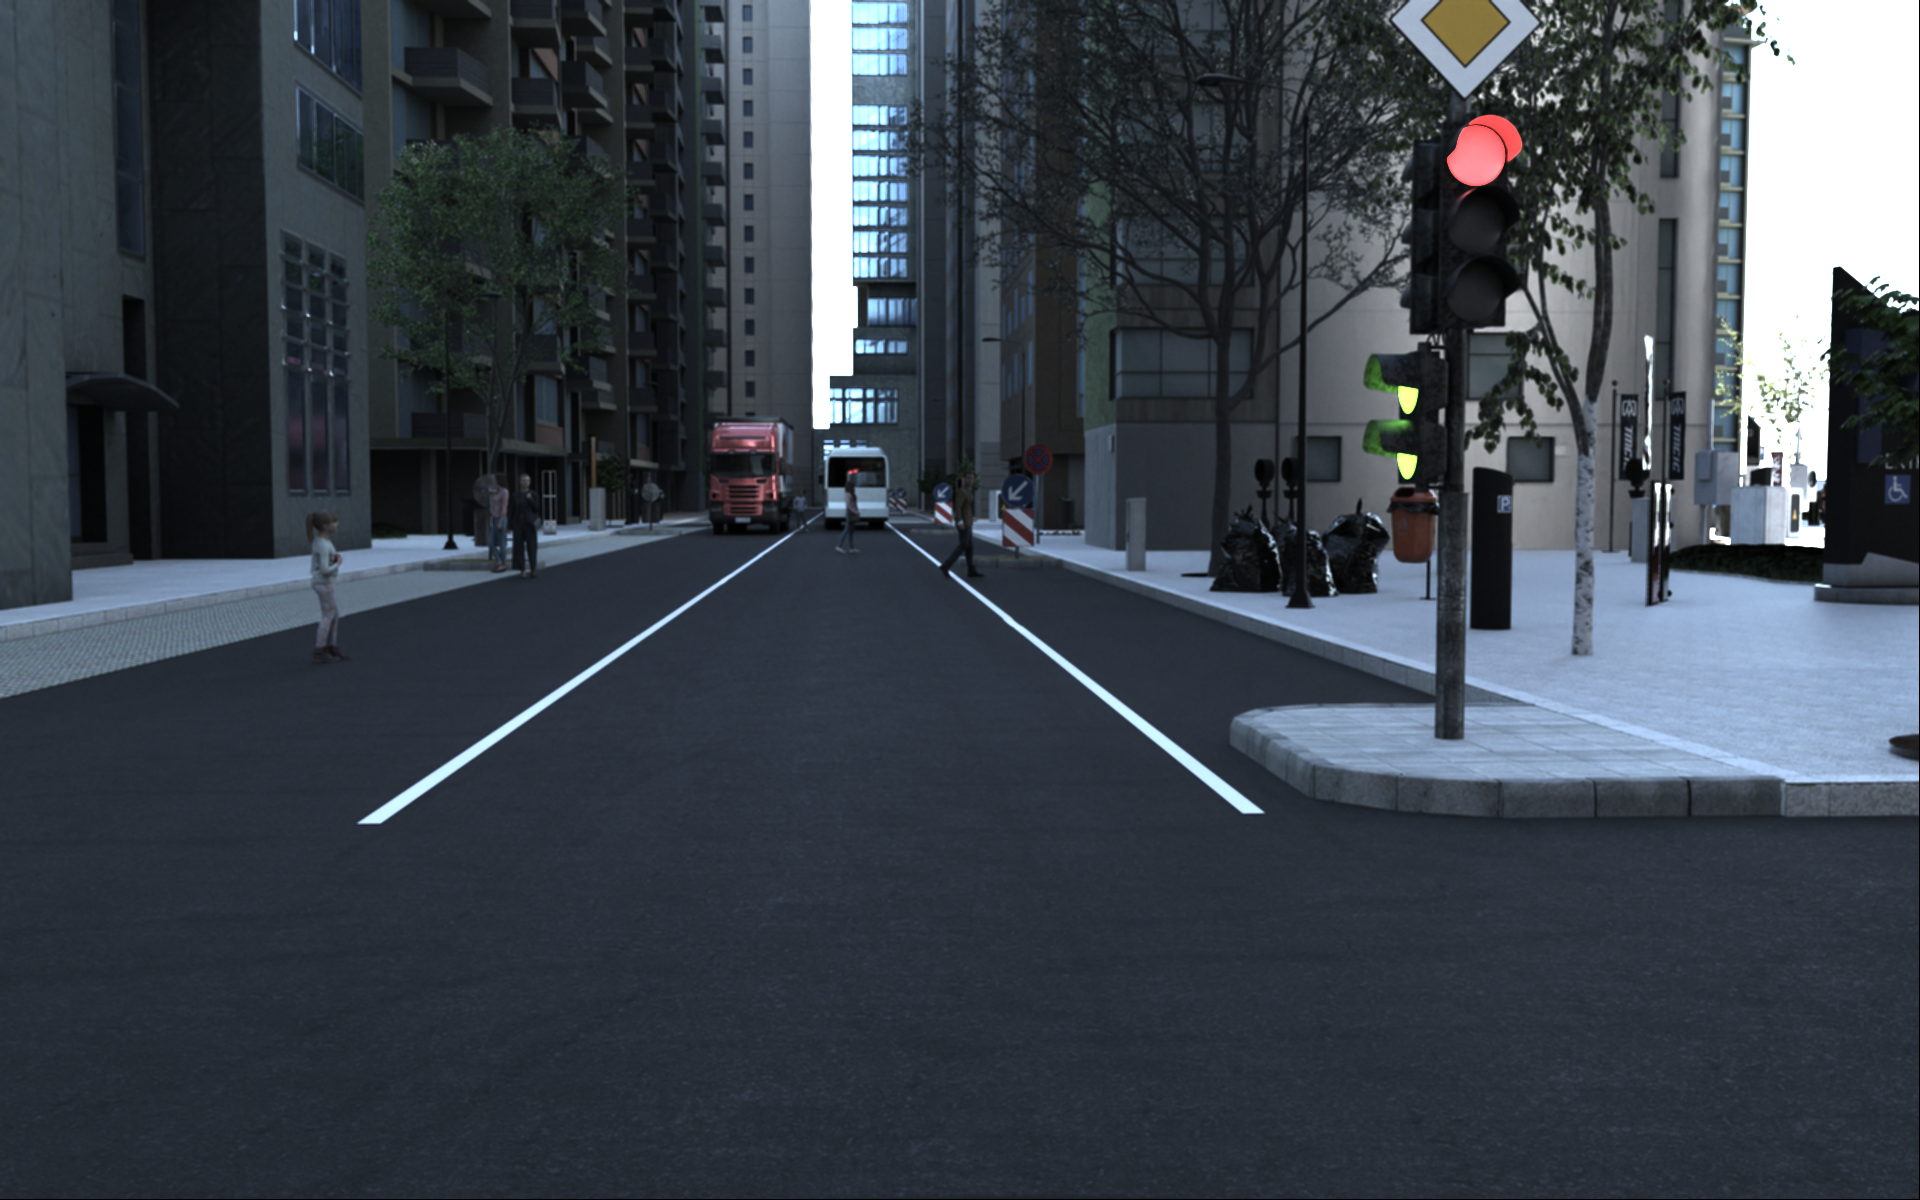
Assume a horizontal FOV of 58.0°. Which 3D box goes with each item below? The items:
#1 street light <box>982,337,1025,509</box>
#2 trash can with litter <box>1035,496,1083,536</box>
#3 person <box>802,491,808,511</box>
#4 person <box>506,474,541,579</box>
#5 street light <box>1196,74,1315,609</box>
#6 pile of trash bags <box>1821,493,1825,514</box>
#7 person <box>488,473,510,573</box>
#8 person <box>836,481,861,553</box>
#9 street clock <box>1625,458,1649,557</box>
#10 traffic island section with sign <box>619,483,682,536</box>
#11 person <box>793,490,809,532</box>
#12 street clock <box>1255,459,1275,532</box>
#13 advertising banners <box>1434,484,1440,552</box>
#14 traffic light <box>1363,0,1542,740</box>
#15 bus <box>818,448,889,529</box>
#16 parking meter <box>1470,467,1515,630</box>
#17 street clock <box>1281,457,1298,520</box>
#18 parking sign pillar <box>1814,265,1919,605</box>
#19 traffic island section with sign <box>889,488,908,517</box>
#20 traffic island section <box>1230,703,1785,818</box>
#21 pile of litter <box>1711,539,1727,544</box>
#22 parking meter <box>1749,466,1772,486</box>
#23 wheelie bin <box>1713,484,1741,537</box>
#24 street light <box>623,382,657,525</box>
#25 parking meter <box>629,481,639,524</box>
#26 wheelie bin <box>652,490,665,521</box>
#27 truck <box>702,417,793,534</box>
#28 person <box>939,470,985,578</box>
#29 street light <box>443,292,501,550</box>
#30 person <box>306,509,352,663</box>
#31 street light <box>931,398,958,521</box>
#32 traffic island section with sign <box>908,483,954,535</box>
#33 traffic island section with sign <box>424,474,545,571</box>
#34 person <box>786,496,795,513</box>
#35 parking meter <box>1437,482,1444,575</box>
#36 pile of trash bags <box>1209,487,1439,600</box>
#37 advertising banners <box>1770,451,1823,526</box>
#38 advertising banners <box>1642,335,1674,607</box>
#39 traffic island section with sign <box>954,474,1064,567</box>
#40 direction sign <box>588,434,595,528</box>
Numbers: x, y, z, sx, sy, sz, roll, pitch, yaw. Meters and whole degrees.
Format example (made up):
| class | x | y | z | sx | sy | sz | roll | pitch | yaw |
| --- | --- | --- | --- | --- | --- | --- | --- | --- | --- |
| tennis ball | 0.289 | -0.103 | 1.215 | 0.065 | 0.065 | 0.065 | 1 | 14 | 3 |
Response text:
| class | x | y | z | sx | sy | sz | roll | pitch | yaw |
| --- | --- | --- | --- | --- | --- | --- | --- | --- | --- |
| street light | 1.345 | -4.830 | 51.508 | 1.470 | 5.913 | 1.316 | 0 | 4 | -4 |
| trash can with litter | 2.913 | -2.628 | 54.021 | 2.233 | 1.210 | 1.678 | 0 | 4 | 5 |
| person | -13.554 | -8.603 | 149.952 | 1.217 | 1.735 | 0.721 | 3 | 4 | 39 |
| person | -7.423 | -1.258 | 29.494 | 0.576 | 1.772 | 0.534 | -1 | 4 | -18 |
| street light | 3.305 | -2.864 | 19.365 | 1.470 | 5.913 | 1.316 | 0 | 4 | -4 |
| pile of trash bags | 34.455 | -3.443 | 66.048 | 1.912 | 1.369 | 3.447 | -2 | 4 | -28 |
| person | -8.389 | -1.405 | 31.488 | 0.388 | 1.821 | 0.555 | -3 | 4 | -39 |
| person | -2.743 | -2.031 | 42.303 | 0.643 | 1.750 | 0.593 | -1 | 4 | -12 |
| street clock | 13.773 | -1.877 | 35.254 | 0.358 | 2.002 | 0.471 | -1 | 4 | -22 |
| traffic island section with sign | -10.749 | -3.160 | 60.299 | 1.989 | 1.847 | 2.006 | 0 | 4 | -4 |
| person | -6.060 | -3.395 | 65.819 | 0.589 | 1.601 | 0.330 | -1 | 4 | -13 |
| street clock | 6.309 | -1.917 | 35.917 | 0.358 | 2.002 | 0.471 | -1 | 4 | -17 |
| advertising banners | 10.474 | -2.530 | 37.548 | 0.090 | 3.025 | 2.074 | 0 | 4 | -2 |
| traffic light | 2.556 | -1.228 | 9.000 | 0.839 | 4.253 | 0.868 | 0 | 4 | -4 |
| bus | -4.641 | -4.903 | 75.031 | 2.948 | 3.499 | 13.247 | 0 | 4 | -5 |
| parking meter | 5.059 | -0.493 | 16.476 | 0.372 | 1.533 | 0.369 | 0 | 3 | 0 |
| street clock | 6.562 | -1.818 | 34.289 | 0.358 | 2.002 | 0.471 | -1 | 4 | -18 |
| parking sign pillar | 11.003 | -1.963 | 20.568 | 1.447 | 3.967 | 1.447 | -1 | 4 | -12 |
| traffic island section with sign | -3.870 | -6.244 | 110.711 | 1.989 | 1.847 | 2.006 | 0 | 4 | -4 |
| traffic island section | 2.597 | 0.805 | 9.117 | 2.009 | 0.180 | 2.903 | 0 | 4 | -4 |
| pile of litter | 18.640 | -1.810 | 43.567 | 1.176 | 0.858 | 1.719 | 1 | 4 | 14 |
| parking meter | 17.048 | -1.909 | 36.917 | 0.255 | 1.863 | 0.399 | -2 | 4 | -27 |
| wheelie bin | 23.028 | -2.685 | 51.815 | 0.980 | 1.594 | 0.693 | 0 | 4 | 5 |
| street light | -13.295 | -6.085 | 72.027 | 1.470 | 5.913 | 1.316 | 0 | 4 | -4 |
| parking meter | -14.125 | -4.242 | 75.061 | 0.255 | 1.863 | 0.399 | 2 | 4 | 32 |
| wheelie bin | -14.583 | -4.606 | 83.222 | 0.693 | 1.594 | 0.980 | 0 | 4 | 7 |
| truck | -7.766 | -4.652 | 64.977 | 2.839 | 4.237 | 11.283 | 0 | 4 | -3 |
| person | 0.054 | -1.306 | 29.771 | 0.836 | 1.842 | 0.656 | -1 | 4 | -17 |
| street light | -11.265 | -4.126 | 39.994 | 1.470 | 5.913 | 1.316 | 0 | 4 | -4 |
| person | -5.389 | -0.123 | 14.792 | 0.394 | 1.301 | 0.425 | -3 | 5 | -39 |
| street light | -0.705 | -6.806 | 83.823 | 1.470 | 5.913 | 1.316 | 0 | 4 | -4 |
| traffic island section with sign | -0.749 | -3.247 | 61.720 | 1.989 | 1.847 | 2.006 | 0 | 4 | -4 |
| traffic island section with sign | -9.007 | -1.493 | 33.039 | 1.989 | 1.847 | 2.006 | 0 | 4 | -4 |
| person | -12.870 | -7.535 | 132.405 | 0.721 | 1.736 | 1.217 | 3 | 5 | 39 |
| parking meter | 7.756 | -1.162 | 27.416 | 0.372 | 1.533 | 0.369 | 0 | 3 | 0 |
| pile of trash bags | 4.781 | -0.758 | 22.143 | 1.912 | 1.369 | 3.447 | -2 | 4 | -31 |
| advertising banners | 33.913 | -4.530 | 70.261 | 2.074 | 3.025 | 0.090 | 1 | 4 | 10 |
| advertising banners | 8.047 | -1.456 | 20.000 | 0.090 | 3.025 | 2.074 | 2 | 4 | 31 |
| traffic island section with sign | 0.981 | -1.599 | 34.766 | 1.989 | 1.847 | 2.006 | 0 | 4 | -4 |
| direction sign | -13.840 | -4.477 | 65.193 | 0.379 | 3.537 | 0.876 | -2 | 4 | -26 |
